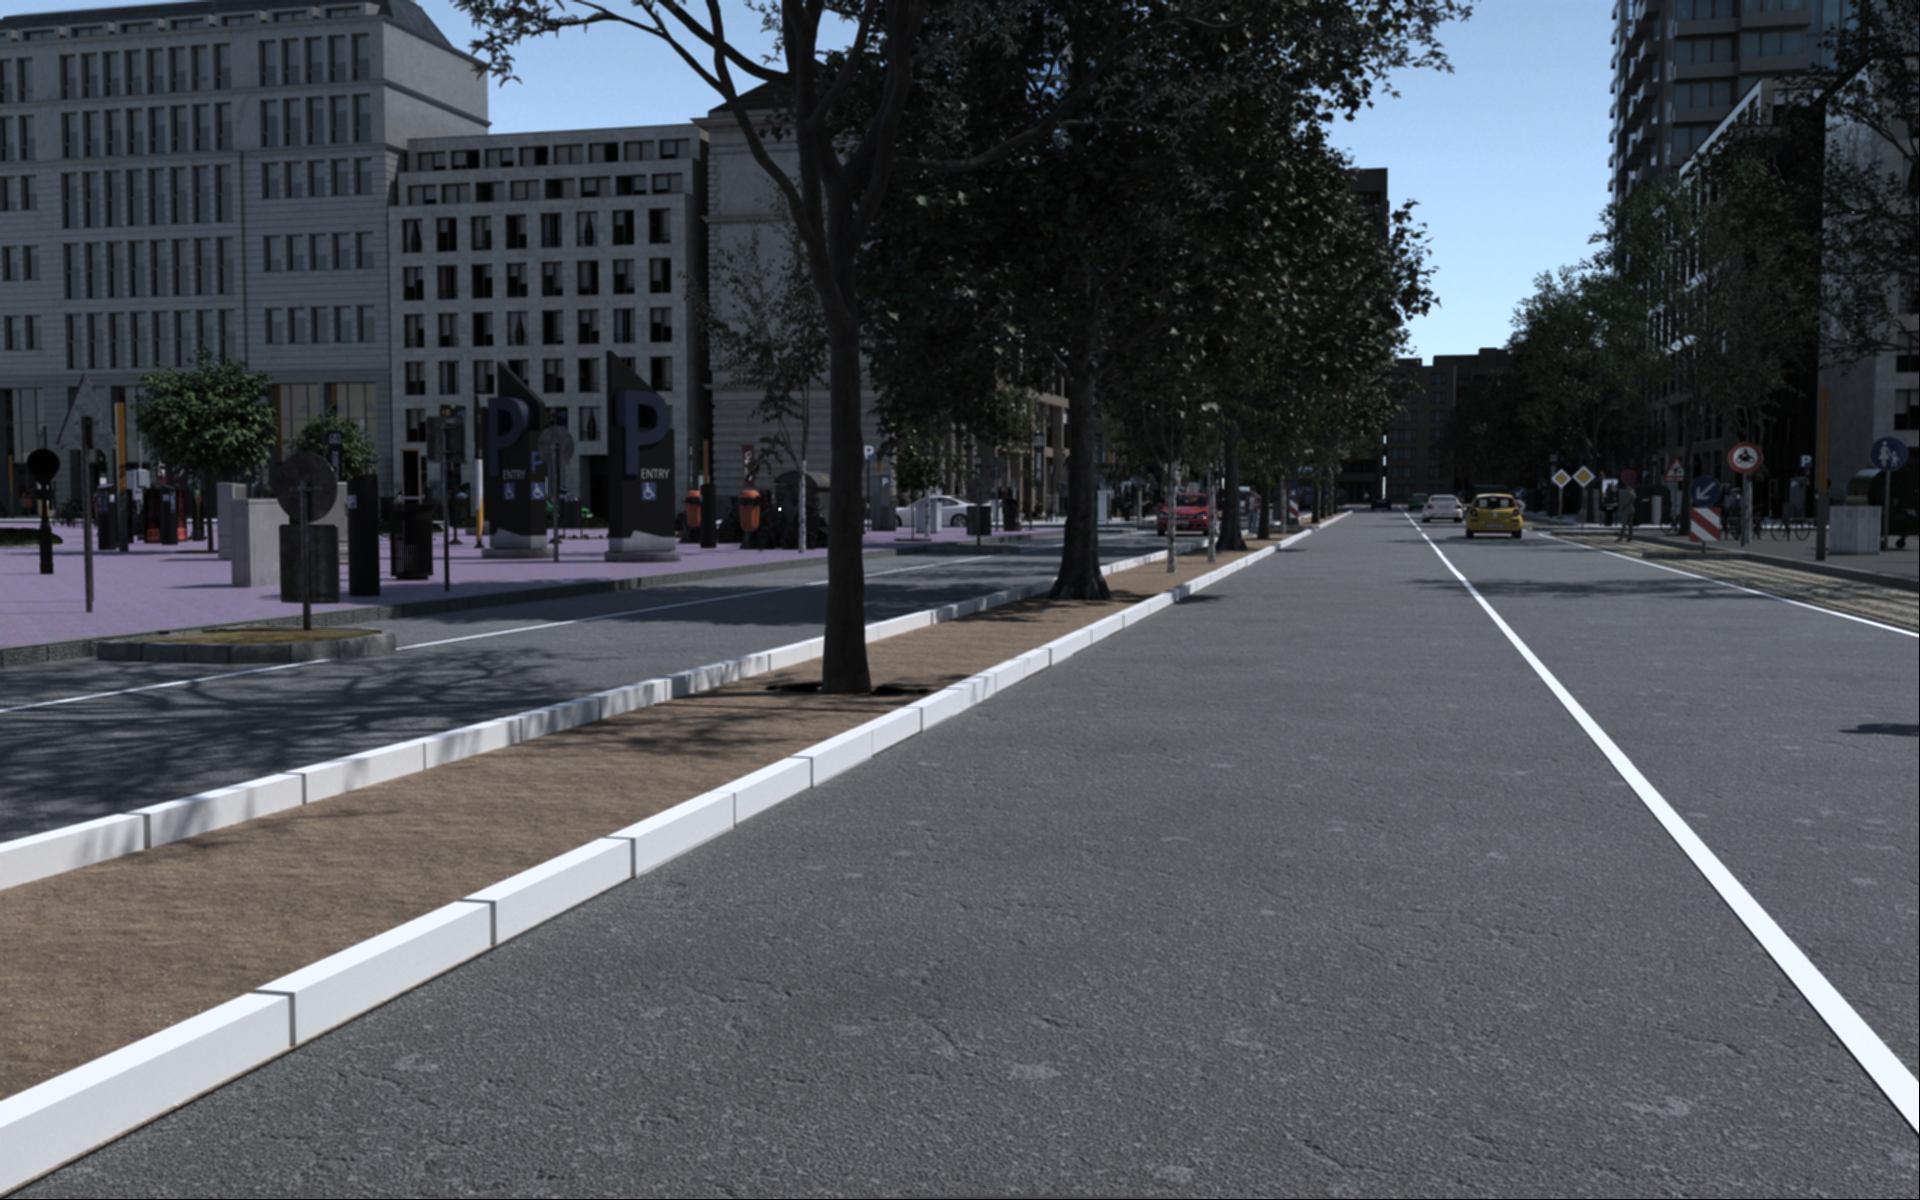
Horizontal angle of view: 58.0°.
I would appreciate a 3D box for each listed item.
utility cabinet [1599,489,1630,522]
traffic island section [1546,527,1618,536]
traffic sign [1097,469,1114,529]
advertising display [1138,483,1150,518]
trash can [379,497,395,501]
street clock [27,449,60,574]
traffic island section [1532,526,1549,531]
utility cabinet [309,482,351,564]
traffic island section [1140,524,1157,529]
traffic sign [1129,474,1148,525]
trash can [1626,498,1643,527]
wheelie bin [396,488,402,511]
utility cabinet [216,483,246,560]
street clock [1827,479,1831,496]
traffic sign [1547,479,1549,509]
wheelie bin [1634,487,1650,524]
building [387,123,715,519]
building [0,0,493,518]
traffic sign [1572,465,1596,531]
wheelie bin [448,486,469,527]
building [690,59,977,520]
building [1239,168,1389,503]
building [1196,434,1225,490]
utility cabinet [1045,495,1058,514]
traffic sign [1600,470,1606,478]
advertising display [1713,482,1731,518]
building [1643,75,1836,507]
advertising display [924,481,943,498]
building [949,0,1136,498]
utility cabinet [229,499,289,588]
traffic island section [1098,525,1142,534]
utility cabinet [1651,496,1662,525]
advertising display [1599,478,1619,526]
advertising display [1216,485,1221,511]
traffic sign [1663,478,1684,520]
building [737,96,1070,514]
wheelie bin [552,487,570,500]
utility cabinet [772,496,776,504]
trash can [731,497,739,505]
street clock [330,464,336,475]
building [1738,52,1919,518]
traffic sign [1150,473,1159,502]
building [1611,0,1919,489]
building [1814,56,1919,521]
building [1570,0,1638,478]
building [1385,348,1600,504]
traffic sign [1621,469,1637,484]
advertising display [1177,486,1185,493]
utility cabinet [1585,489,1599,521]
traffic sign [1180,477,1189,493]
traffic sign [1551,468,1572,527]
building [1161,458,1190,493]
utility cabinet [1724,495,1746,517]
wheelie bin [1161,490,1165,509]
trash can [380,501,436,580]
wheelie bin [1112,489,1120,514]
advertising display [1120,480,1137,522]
[{"bbox_3d":[29.984,-4.314,79.218,1.173,1.500,0.318,1,4,9],"label":"utility cabinet"},{"bbox_3d":[21.645,-2.317,60.171,2.009,0.180,2.903,1,4,14],"label":"traffic island section"},{"bbox_3d":[5.467,-3.698,64.104,0.795,2.450,0.064,1,4,14],"label":"traffic sign"},{"bbox_3d":[9.835,-5.370,93.019,0.974,1.923,0.123,-3,4,-38],"label":"advertising display"},{"bbox_3d":[-26.567,-4.200,80.330,0.748,1.137,0.748,0,3,0],"label":"trash can"},{"bbox_3d":[-14.692,-1.421,27.805,0.471,2.002,0.358,-2,4,-27],"label":"street clock"},{"bbox_3d":[23.564,-2.792,67.923,2.009,0.180,2.903,1,4,14],"label":"traffic island section"},{"bbox_3d":[-11.328,-1.402,31.594,0.318,1.500,1.173,3,5,43],"label":"utility cabinet"},{"bbox_3d":[7.361,-3.036,71.924,2.009,0.180,2.903,1,4,14],"label":"traffic island section"},{"bbox_3d":[7.386,-4.172,71.856,0.795,2.450,0.064,1,4,14],"label":"traffic sign"},{"bbox_3d":[26.709,-3.488,68.681,0.748,1.137,0.748,0,3,0],"label":"trash can"},{"bbox_3d":[-25.613,-4.418,80.150,0.693,1.594,0.980,1,4,15],"label":"wheelie bin"},{"bbox_3d":[-14.245,-1.544,33.927,0.318,1.500,1.173,-1,4,-11],"label":"utility cabinet"},{"bbox_3d":[40.274,-4.655,80.675,0.471,2.002,0.358,2,4,29],"label":"street clock"},{"bbox_3d":[40.232,-7.246,118.570,0.768,2.556,0.104,1,4,20],"label":"traffic sign"},{"bbox_3d":[29.216,-4.079,74.606,0.980,1.594,0.693,-3,4,-36],"label":"wheelie bin"},{"bbox_3d":[-20.764,-14.678,94.736,16.860,20.320,10.420,1,4,14],"label":"building"},{"bbox_3d":[-43.401,-19.765,100.646,29.804,29.767,11.434,1,4,14],"label":"building"},{"bbox_3d":[21.620,-3.453,60.099,0.795,2.450,0.064,1,4,14],"label":"traffic sign"},{"bbox_3d":[-19.729,-3.679,68.068,0.980,1.594,0.693,1,4,20],"label":"wheelie bin"},{"bbox_3d":[-5.802,-16.319,95.700,11.050,23.489,19.941,1,4,14],"label":"building"},{"bbox_3d":[49.766,-38.099,246.625,21.600,48.544,21.300,1,4,14],"label":"building"},{"bbox_3d":[23.970,-38.808,254.126,30.456,49.044,23.786,1,4,14],"label":"building"},{"bbox_3d":[5.998,-6.210,112.701,1.020,1.237,0.306,3,5,41],"label":"utility cabinet"},{"bbox_3d":[33.174,-5.492,89.903,0.768,2.556,0.104,1,4,22],"label":"traffic sign"},{"bbox_3d":[41.479,-5.448,94.288,0.974,1.923,0.123,0,4,-5],"label":"advertising display"},{"bbox_3d":[59.568,-19.190,118.279,19.350,26.468,34.151,1,4,14],"label":"building"},{"bbox_3d":[-1.244,-4.669,81.558,0.974,1.923,0.123,-2,4,-25],"label":"advertising display"},{"bbox_3d":[6.015,-52.063,163.902,22.319,86.520,31.000,1,4,14],"label":"building"},{"bbox_3d":[-9.787,-0.800,24.235,0.306,1.237,1.020,1,4,11],"label":"utility cabinet"},{"bbox_3d":[5.442,-2.562,64.172,2.009,0.180,2.903,1,4,14],"label":"traffic island section"},{"bbox_3d":[28.995,-3.726,72.085,0.306,1.237,1.020,1,4,17],"label":"utility cabinet"},{"bbox_3d":[25.895,-3.908,69.116,0.974,1.923,0.123,-2,4,-28],"label":"advertising display"},{"bbox_3d":[19.149,-7.528,128.299,0.123,1.923,0.974,-1,4,-10],"label":"advertising display"},{"bbox_3d":[29.635,-4.395,71.864,0.884,2.594,0.081,2,4,24],"label":"traffic sign"},{"bbox_3d":[-3.102,-19.513,123.550,19.350,26.468,34.151,1,4,14],"label":"building"},{"bbox_3d":[-18.454,-4.420,80.182,0.693,1.594,0.980,3,4,36],"label":"wheelie bin"},{"bbox_3d":[-6.764,-3.271,64.642,0.306,1.237,1.020,-3,5,-42],"label":"utility cabinet"},{"bbox_3d":[-18.438,-8.129,144.567,0.748,1.137,0.748,0,3,0],"label":"trash can"},{"bbox_3d":[-15.062,-2.242,41.232,0.471,2.002,0.358,3,5,42],"label":"street clock"},{"bbox_3d":[51.033,-16.214,94.782,12.332,23.373,15.834,1,4,14],"label":"building"},{"bbox_3d":[11.976,-6.620,108.244,0.884,2.594,0.081,1,4,17],"label":"traffic sign"},{"bbox_3d":[70.458,-32.573,152.180,23.786,49.044,30.456,1,4,14],"label":"building"},{"bbox_3d":[48.922,-13.626,77.541,16.860,20.320,10.420,1,4,14],"label":"building"},{"bbox_3d":[77.156,-53.125,181.267,22.319,86.520,31.000,1,4,14],"label":"building"},{"bbox_3d":[75.057,-24.435,244.550,28.899,21.520,27.650,1,4,14],"label":"building"},{"bbox_3d":[34.390,-5.442,89.091,0.768,2.556,0.104,1,4,19],"label":"traffic sign"},{"bbox_3d":[18.449,-8.553,145.048,0.974,1.923,0.123,2,4,24],"label":"advertising display"},{"bbox_3d":[30.297,-4.504,82.317,0.318,1.500,1.173,-2,4,-31],"label":"utility cabinet"},{"bbox_3d":[16.334,-7.678,125.647,0.768,2.556,0.104,1,4,22],"label":"traffic sign"},{"bbox_3d":[23.539,-3.927,67.851,0.795,2.450,0.064,1,4,14],"label":"traffic sign"},{"bbox_3d":[10.896,-21.741,200.507,28.899,21.520,27.650,1,4,14],"label":"building"},{"bbox_3d":[38.031,-4.511,84.922,1.020,1.237,0.306,1,4,22],"label":"utility cabinet"},{"bbox_3d":[16.006,-7.901,137.089,0.693,1.594,0.980,-2,4,-25],"label":"wheelie bin"},{"bbox_3d":[-8.221,-0.875,25.955,0.748,1.137,0.748,0,3,0],"label":"trash can"},{"bbox_3d":[9.704,-6.272,110.461,0.693,1.594,0.980,0,4,6],"label":"wheelie bin"},{"bbox_3d":[7.809,-4.630,80.909,0.123,1.923,0.974,-2,4,-28],"label":"advertising display"}]
